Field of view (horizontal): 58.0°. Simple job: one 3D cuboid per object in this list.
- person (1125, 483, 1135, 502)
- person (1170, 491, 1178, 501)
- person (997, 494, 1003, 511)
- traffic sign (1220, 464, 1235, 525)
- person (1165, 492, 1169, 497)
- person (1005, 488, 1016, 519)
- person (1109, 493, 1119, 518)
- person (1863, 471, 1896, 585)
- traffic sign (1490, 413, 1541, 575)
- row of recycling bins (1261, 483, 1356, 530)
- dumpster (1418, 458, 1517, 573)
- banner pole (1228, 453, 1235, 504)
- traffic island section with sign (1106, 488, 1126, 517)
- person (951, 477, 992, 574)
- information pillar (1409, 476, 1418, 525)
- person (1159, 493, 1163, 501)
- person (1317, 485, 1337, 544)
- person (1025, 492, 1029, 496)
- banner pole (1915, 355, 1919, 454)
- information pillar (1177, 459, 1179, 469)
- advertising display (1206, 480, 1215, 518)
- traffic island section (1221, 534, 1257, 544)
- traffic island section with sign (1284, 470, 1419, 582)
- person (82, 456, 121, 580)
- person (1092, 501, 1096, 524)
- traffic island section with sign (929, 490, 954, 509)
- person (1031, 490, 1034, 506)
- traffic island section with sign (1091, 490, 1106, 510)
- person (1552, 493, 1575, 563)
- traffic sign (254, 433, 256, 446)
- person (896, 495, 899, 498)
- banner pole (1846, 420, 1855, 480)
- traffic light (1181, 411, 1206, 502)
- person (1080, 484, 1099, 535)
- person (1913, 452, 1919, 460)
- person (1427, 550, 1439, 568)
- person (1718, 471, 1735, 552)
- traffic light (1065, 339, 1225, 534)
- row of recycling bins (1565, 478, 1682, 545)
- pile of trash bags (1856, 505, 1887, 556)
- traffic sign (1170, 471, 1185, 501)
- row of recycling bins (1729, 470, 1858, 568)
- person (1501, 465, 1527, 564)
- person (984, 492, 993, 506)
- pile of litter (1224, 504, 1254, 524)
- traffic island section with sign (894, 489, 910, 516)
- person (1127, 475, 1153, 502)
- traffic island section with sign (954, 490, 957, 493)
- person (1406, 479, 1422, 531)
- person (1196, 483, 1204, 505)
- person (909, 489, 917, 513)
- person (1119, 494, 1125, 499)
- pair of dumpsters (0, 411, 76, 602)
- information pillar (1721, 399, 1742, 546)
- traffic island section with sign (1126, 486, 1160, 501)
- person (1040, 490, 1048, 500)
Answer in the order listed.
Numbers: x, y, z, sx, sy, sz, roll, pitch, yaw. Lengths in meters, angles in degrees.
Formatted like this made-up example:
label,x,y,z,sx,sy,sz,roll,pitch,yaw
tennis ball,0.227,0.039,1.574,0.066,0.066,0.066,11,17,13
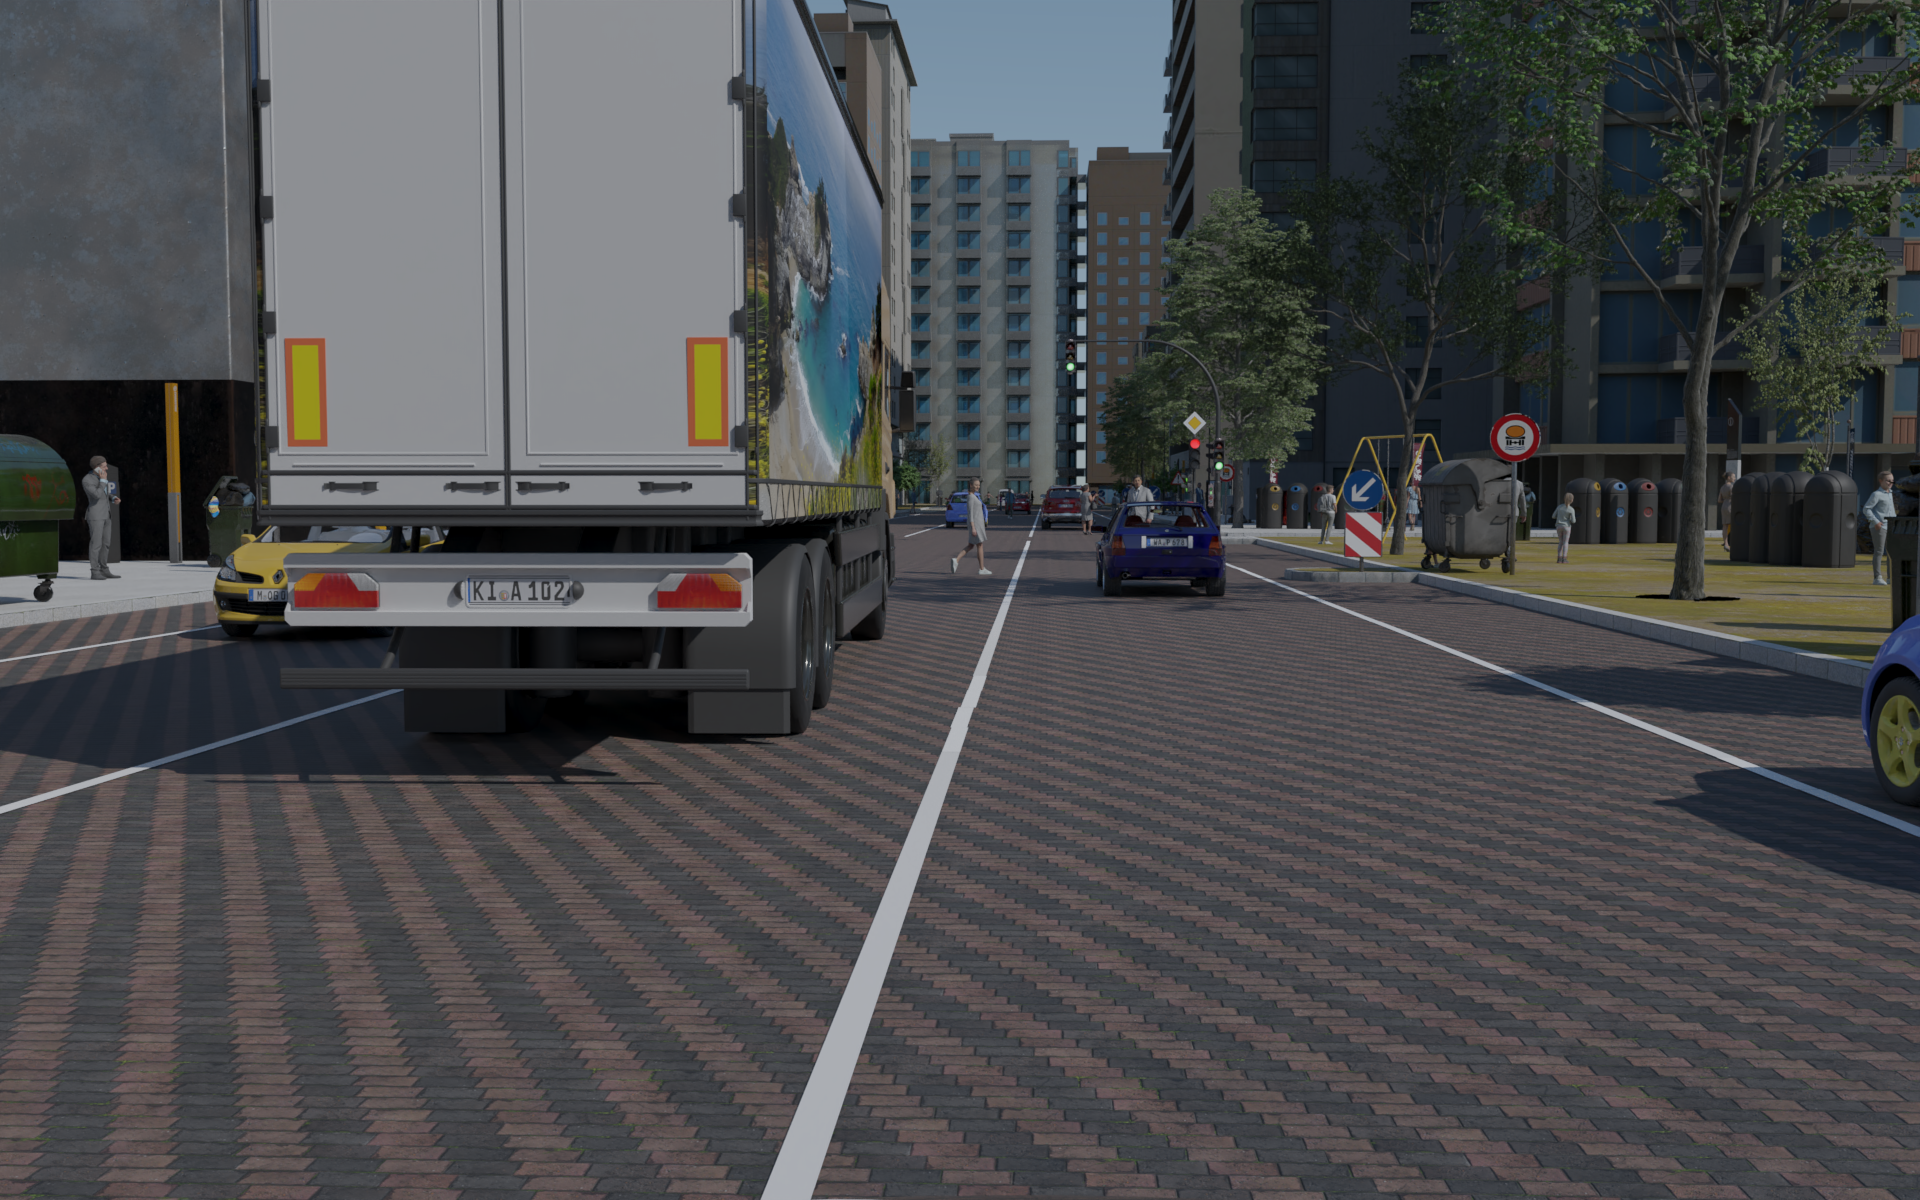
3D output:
label,x,y,z,sx,sy,sz,roll,pitch,yaw
person,7.482,-4.168,76.009,0.648,1.900,0.474,1,4,20
person,13.596,-6.312,109.427,0.661,1.801,0.590,-2,4,-29
person,3.443,-8.359,148.388,0.599,1.433,0.991,-1,4,-23
traffic sign,11.131,-4.428,72.502,0.768,2.556,0.104,0,4,5
person,15.786,-7.727,132.466,0.778,1.811,0.616,1,4,21
person,2.896,-5.588,100.213,0.601,1.785,0.444,1,4,16
person,9.296,-5.713,104.500,0.503,1.515,0.523,-3,5,-42
person,13.040,-1.015,24.450,0.589,1.601,0.330,-1,4,-11
traffic sign,8.758,-1.669,27.394,0.768,2.556,0.104,1,4,10
row of recycling bins,12.784,-3.454,63.579,3.534,1.692,1.069,1,4,22
dumpster,8.413,-1.405,28.735,1.264,1.857,1.865,0,4,3
banner pole,16.482,-7.038,105.085,0.401,3.779,0.863,3,5,39
traffic island section with sign,10.576,-6.264,111.052,1.989,1.847,2.006,0,4,3
person,0.214,-1.319,30.819,0.760,1.731,0.466,-2,4,-28
information pillar,18.835,-4.124,71.924,0.304,2.012,0.304,0,4,-4
person,14.758,-7.385,126.894,0.767,1.812,0.694,1,4,17
person,9.360,-2.177,44.228,0.503,1.515,0.523,0,4,7
person,5.936,-8.785,153.610,0.593,1.643,0.415,2,4,33
banner pole,17.401,-2.507,31.007,0.863,3.779,0.401,3,5,40
information pillar,14.409,-7.542,114.672,0.183,3.616,0.504,0,4,-6
advertising display,11.578,-4.575,80.009,0.123,1.923,0.974,2,4,27
traffic island section,7.591,-1.760,51.057,2.009,0.180,2.903,0,4,3
traffic island section with sign,6.511,-1.249,29.055,1.989,1.847,2.006,0,4,3
person,-12.829,-1.231,25.974,0.447,1.846,0.655,0,4,-2
person,6.214,-4.467,82.211,0.598,1.740,0.731,3,5,43
traffic island section with sign,-1.871,-9.344,161.409,1.989,1.847,2.006,0,4,3
person,8.817,-12.396,210.811,0.705,1.869,1.348,-1,4,-12
traffic island section with sign,13.092,-9.367,161.775,1.989,1.847,2.006,0,4,3
person,11.203,-1.333,32.114,0.425,1.301,0.394,2,4,30
traffic sign,-10.825,-1.669,27.401,0.768,2.556,0.104,1,4,12
person,-6.078,-9.411,160.637,1.217,1.735,0.721,3,5,43
banner pole,29.844,-4.165,58.108,0.401,3.779,0.863,1,4,10
traffic light,7.948,-4.281,58.921,0.839,4.253,0.868,0,4,3
person,4.558,-3.172,60.715,0.532,1.782,0.716,-3,5,-44
person,11.712,-0.907,21.114,0.600,1.795,0.529,0,4,-2
person,8.228,-1.183,30.076,0.332,1.250,0.352,-2,4,-28
person,17.072,-1.953,38.308,0.374,1.781,0.599,-1,4,-12
traffic light,5.458,-4.663,50.907,4.771,5.953,1.251,0,4,3
row of recycling bins,17.200,-2.304,44.780,3.534,1.692,1.069,-1,4,-17
pile of trash bags,19.965,-1.604,35.980,1.912,1.369,3.447,0,4,1
traffic sign,12.195,-5.921,96.804,0.884,2.594,0.081,1,4,9
row of recycling bins,15.147,-1.500,31.631,1.069,1.692,3.534,0,4,-1
person,9.914,-1.545,31.430,0.709,1.813,0.853,-2,4,-23
person,3.445,-12.114,207.273,1.217,1.736,0.721,1,4,20
pile of litter,12.179,-3.794,75.990,1.176,0.858,1.719,-2,4,-33
traffic island section with sign,-4.298,-6.342,112.326,1.989,1.847,2.006,0,4,3
person,3.838,-1.734,36.692,0.661,1.843,0.795,3,4,37
traffic island section with sign,-0.532,-10.991,188.331,1.989,1.847,2.006,0,4,3
person,15.751,-3.301,60.101,0.616,1.811,0.778,0,4,2
person,10.743,-4.398,78.127,0.721,1.800,0.419,-3,5,-39
person,-3.474,-7.335,128.452,0.654,1.822,0.581,-1,4,-16
person,17.034,-10.533,178.227,1.348,1.831,0.705,-1,4,-16
pair of dumpsters,-11.369,-0.978,18.484,1.574,2.255,4.437,0,4,3
information pillar,18.974,-3.129,42.516,0.183,3.616,0.504,-1,4,-10
traffic island section with sign,9.250,-4.618,84.129,1.989,1.847,2.006,0,4,3
person,7.230,-8.224,143.685,1.217,1.735,0.721,-1,4,-17
